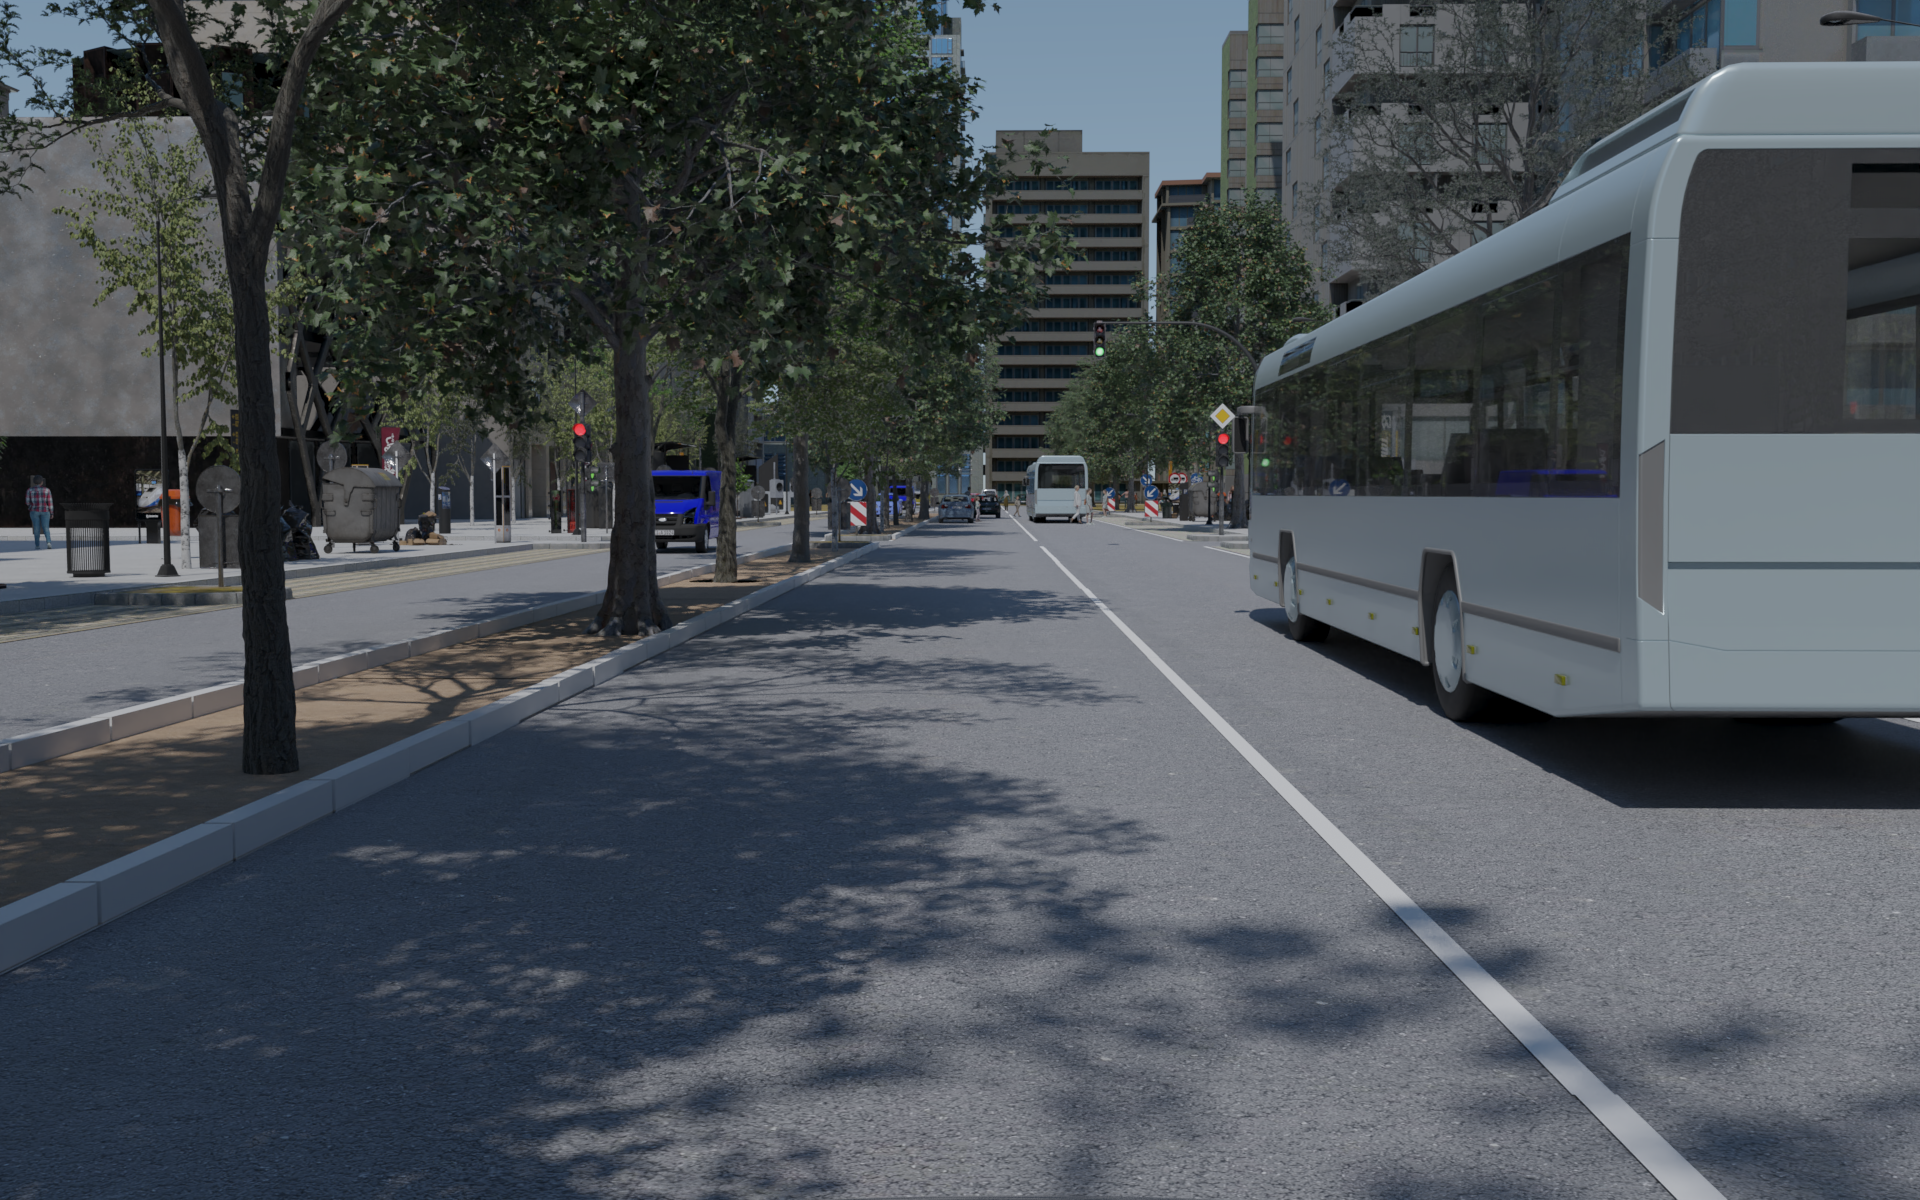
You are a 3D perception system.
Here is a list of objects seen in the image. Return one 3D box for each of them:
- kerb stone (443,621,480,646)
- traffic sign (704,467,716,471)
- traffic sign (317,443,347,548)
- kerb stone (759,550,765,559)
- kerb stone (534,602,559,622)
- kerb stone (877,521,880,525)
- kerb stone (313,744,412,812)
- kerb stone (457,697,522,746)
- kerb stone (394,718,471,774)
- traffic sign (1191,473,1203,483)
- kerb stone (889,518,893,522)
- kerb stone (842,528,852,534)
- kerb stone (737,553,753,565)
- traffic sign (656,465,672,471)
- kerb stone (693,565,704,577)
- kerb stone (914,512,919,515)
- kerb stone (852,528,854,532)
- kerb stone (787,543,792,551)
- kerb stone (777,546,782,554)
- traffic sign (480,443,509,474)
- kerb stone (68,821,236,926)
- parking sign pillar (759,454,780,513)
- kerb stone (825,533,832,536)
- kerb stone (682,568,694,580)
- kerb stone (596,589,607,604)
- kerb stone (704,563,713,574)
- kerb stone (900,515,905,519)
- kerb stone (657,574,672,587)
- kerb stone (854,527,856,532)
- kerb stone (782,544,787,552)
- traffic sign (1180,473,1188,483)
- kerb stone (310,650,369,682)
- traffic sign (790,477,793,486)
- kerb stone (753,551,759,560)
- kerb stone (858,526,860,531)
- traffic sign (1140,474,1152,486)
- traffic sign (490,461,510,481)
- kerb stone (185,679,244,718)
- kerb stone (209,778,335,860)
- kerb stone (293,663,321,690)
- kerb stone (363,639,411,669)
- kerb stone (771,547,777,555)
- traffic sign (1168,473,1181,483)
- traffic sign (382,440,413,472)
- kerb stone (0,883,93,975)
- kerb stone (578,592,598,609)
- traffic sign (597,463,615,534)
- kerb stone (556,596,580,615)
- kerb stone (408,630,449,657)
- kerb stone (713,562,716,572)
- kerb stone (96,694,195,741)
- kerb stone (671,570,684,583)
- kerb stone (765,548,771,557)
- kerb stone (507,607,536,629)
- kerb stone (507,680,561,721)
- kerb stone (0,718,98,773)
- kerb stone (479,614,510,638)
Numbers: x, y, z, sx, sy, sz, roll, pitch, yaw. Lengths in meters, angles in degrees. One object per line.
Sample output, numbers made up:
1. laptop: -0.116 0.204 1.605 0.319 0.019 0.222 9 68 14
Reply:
1. kerb stone: -4.836 0.341 16.620 0.120 0.150 1.000 0 4 1
2. traffic sign: -11.964 -5.060 82.831 0.768 2.556 0.104 0 4 5
3. traffic sign: -14.987 -2.521 41.323 0.768 2.556 0.104 1 4 8
4. kerb stone: -4.475 -0.975 38.141 0.120 0.150 1.000 0 4 1
5. kerb stone: -4.778 0.152 19.706 0.120 0.150 1.000 0 4 1
6. kerb stone: -3.731 -3.692 82.689 0.120 0.150 1.000 0 4 1
7. kerb stone: -2.861 0.850 8.290 0.120 0.150 1.000 0 4 1
8. kerb stone: -2.826 0.728 10.334 0.120 0.150 1.000 0 4 1
9. kerb stone: -2.851 0.790 9.313 0.120 0.150 1.000 0 4 1
10. traffic sign: 14.169 -6.342 103.805 0.768 2.556 0.104 0 4 4
11. kerb stone: -3.563 -4.327 92.945 0.120 0.150 1.000 0 4 1
12. kerb stone: -4.071 -2.446 62.220 0.120 0.150 1.000 0 4 1
13. kerb stone: -4.499 -0.849 36.091 0.120 0.150 1.000 0 4 1
14. traffic sign: -12.920 -4.618 75.616 0.768 2.556 0.104 0 4 4
15. kerb stone: -4.605 -0.473 29.933 0.120 0.150 1.000 0 4 1
16. kerb stone: -3.037 -6.268 124.702 0.120 0.150 1.000 0 4 1
17. kerb stone: -4.052 -2.510 63.243 0.120 0.150 1.000 0 4 1
18. kerb stone: -4.386 -1.289 43.275 0.120 0.150 1.000 0 4 1
19. kerb stone: -4.424 -1.164 41.228 0.120 0.150 1.000 0 4 1
20. traffic sign: -12.020 -2.752 44.724 0.795 2.593 0.064 1 4 10
21. kerb stone: -2.898 0.976 6.242 0.120 0.150 1.000 0 4 1
22. parking sign pillar: -12.812 -7.802 116.039 1.447 3.967 1.447 0 4 3
23. kerb stone: -4.177 -2.072 56.066 0.120 0.150 1.000 0 4 1
24. kerb stone: -4.630 -0.410 28.910 0.120 0.150 1.000 0 4 1
25. kerb stone: -4.726 -0.036 22.776 0.120 0.150 1.000 0 4 1
26. kerb stone: -4.594 -0.536 30.955 0.120 0.150 1.000 0 4 1
27. kerb stone: -3.391 -4.953 103.174 0.120 0.150 1.000 0 4 1
28. kerb stone: -4.657 -0.276 26.866 0.120 0.150 1.000 0 4 1
29. kerb stone: -4.040 -2.574 64.273 0.120 0.150 1.000 0 4 1
30. kerb stone: -4.399 -1.221 42.253 0.120 0.150 1.000 0 4 1
31. traffic sign: 13.123 -6.280 102.779 0.768 2.556 0.104 0 4 3
32. kerb stone: -4.882 0.529 13.550 0.120 0.150 1.000 0 4 1
33. traffic sign: -11.878 -7.631 124.865 0.768 2.556 0.104 0 4 3
34. kerb stone: -4.489 -0.907 37.114 0.120 0.150 1.000 0 4 1
35. kerb stone: -4.003 -2.699 66.317 0.120 0.150 1.000 0 4 1
36. traffic sign: 11.939 -6.784 111.029 0.768 2.556 0.104 0 4 5
37. traffic sign: -14.075 -3.114 53.051 0.606 2.300 0.079 0 4 2
38. kerb stone: -4.917 0.654 11.496 0.120 0.150 1.000 0 4 1
39. kerb stone: -2.882 0.913 7.263 0.120 0.150 1.000 0 4 1
40. kerb stone: -4.893 0.600 12.518 0.120 0.150 1.000 0 4 1
41. kerb stone: -4.865 0.466 14.572 0.120 0.150 1.000 0 4 1
42. kerb stone: -4.432 -1.101 40.192 0.120 0.150 1.000 0 4 1
43. traffic sign: 12.689 -6.254 102.366 0.768 2.556 0.104 1 4 9
44. traffic sign: -13.744 -2.603 42.289 0.795 2.593 0.064 0 4 8
45. kerb stone: -2.916 1.039 5.220 0.120 0.150 1.000 0 4 1
46. kerb stone: -4.746 0.031 21.751 0.120 0.150 1.000 0 4 1
47. traffic sign: -11.467 -3.308 56.213 0.606 2.300 0.079 0 4 5
48. kerb stone: -4.761 0.090 20.728 0.120 0.150 1.000 0 4 1
49. kerb stone: -4.839 0.404 15.596 0.120 0.150 1.000 0 4 1
50. kerb stone: -4.574 -0.595 31.987 0.120 0.150 1.000 0 4 1
51. kerb stone: -4.935 0.717 10.474 0.120 0.150 1.000 0 4 1
52. kerb stone: -4.636 -0.343 27.888 0.120 0.150 1.000 0 4 1
53. kerb stone: -4.453 -1.038 39.167 0.120 0.150 1.000 0 4 1
54. kerb stone: -4.798 0.215 18.682 0.120 0.150 1.000 0 4 1
55. kerb stone: -2.819 0.668 11.362 0.120 0.150 1.000 0 4 1
56. kerb stone: -4.946 0.783 9.439 0.120 0.150 1.000 0 4 1
57. kerb stone: -4.808 0.280 17.649 0.120 0.150 1.000 0 4 1
